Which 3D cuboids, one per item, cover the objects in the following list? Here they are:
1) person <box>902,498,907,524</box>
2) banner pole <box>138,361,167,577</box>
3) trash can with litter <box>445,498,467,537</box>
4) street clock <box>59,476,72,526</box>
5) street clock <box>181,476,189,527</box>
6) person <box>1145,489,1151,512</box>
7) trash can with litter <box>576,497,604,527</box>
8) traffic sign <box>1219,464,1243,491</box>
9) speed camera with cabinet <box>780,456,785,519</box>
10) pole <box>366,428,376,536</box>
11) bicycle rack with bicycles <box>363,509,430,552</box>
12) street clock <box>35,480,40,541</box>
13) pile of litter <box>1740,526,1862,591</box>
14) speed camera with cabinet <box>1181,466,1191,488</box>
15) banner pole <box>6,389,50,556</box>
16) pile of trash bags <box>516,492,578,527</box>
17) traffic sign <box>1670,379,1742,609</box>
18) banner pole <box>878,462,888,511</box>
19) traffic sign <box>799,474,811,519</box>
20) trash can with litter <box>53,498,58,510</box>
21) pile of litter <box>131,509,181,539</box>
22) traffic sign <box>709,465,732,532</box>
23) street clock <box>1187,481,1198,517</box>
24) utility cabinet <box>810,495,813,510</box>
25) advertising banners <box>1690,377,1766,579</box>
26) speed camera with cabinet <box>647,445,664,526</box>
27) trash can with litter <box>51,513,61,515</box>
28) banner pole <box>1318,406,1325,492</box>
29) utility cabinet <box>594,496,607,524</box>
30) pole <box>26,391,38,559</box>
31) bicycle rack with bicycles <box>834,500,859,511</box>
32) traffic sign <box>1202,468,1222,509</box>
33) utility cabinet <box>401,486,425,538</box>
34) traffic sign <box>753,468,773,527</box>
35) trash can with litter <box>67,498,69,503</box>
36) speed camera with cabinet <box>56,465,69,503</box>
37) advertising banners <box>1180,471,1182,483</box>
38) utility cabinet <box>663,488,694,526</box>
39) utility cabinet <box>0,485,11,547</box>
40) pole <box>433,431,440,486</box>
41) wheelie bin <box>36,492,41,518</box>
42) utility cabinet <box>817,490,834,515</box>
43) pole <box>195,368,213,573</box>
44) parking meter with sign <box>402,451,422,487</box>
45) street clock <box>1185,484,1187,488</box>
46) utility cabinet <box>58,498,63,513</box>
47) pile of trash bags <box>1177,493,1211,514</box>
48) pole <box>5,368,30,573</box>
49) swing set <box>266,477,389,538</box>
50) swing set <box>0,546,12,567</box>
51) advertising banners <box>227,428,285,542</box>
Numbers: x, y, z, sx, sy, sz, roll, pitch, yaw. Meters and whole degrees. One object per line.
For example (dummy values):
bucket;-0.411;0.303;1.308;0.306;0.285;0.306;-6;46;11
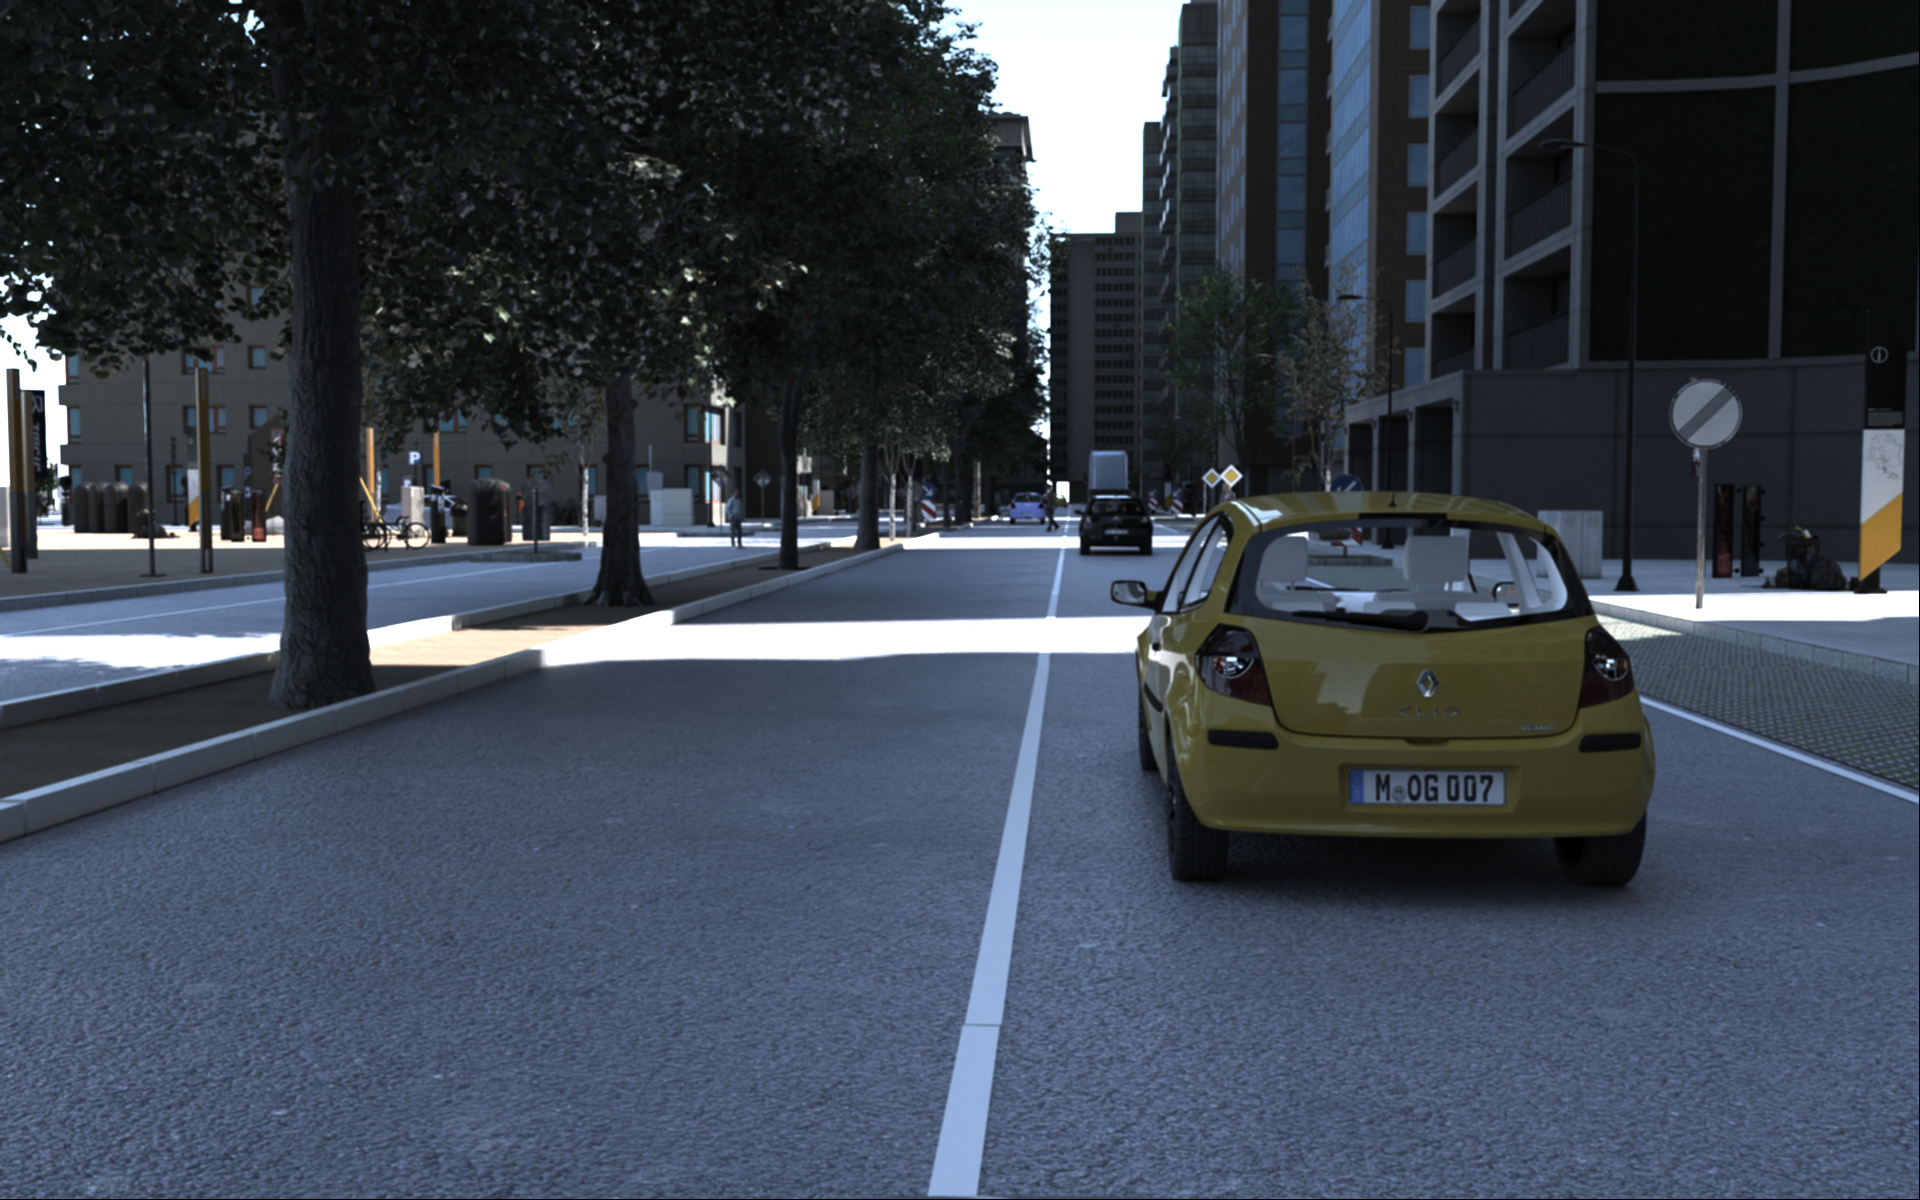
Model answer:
person;-2.472;-4.512;82.470;0.583;1.804;0.606;-1;4;-9
banner pole;-12.729;-2.271;27.153;0.401;3.779;0.863;-2;4;-29
trash can with litter;-15.362;-2.505;52.346;1.055;1.170;0.624;0;4;-4
street clock;-35.388;-3.914;68.569;0.358;2.002;0.471;1;4;11
street clock;-30.490;-3.903;68.377;0.358;2.002;0.471;0;4;6
person;14.623;-7.688;134.113;0.656;1.842;0.836;0;4;0
trash can with litter;-14.359;-3.419;67.284;1.055;1.170;0.624;1;4;9
traffic sign;9.059;-3.320;57.921;0.795;2.450;0.064;0;4;4
speed camera with cabinet;-8.867;-5.751;88.364;0.660;3.252;2.038;0;4;-5
pole;-18.148;-3.639;53.340;0.158;3.312;0.155;0;3;0
bicycle rack with bicycles;-13.804;-1.585;39.301;2.925;0.926;2.852;0;4;-2
street clock;-25.033;-2.577;46.696;0.471;2.002;0.358;0;4;-6
pile of litter;11.515;-0.584;23.506;1.176;0.858;1.719;-1;4;-22
speed camera with cabinet;16.063;-7.934;124.060;0.660;3.252;2.038;0;4;-3
banner pole;-19.579;-2.832;36.324;0.863;3.779;0.401;-2;4;-31
pile of trash bags;-16.745;-3.658;69.566;3.447;1.369;1.912;3;5;41
traffic sign;8.266;-1.173;19.287;0.768;2.556;0.104;0;4;6
banner pole;-6.018;-8.811;134.071;0.863;3.779;0.401;0;4;1
traffic sign;-7.976;-5.310;88.941;0.606;2.300;0.079;0;4;6
trash can with litter;-67.458;-7.199;129.083;1.055;1.170;0.624;-3;4;-37
pile of litter;-23.329;-2.210;50.095;1.719;0.858;1.176;2;4;30
traffic sign;-8.148;-3.389;59.054;0.795;2.450;0.064;0;4;4
street clock;13.277;-5.722;98.122;0.358;2.002;0.471;2;4;26
utility cabinet;-11.667;-7.906;140.420;1.020;1.237;0.306;1;4;10
advertising banners;11.699;-1.851;26.447;2.074;3.025;0.090;-2;4;-35
speed camera with cabinet;-12.212;-4.622;69.908;0.660;3.252;2.038;-1;4;-16
trash can with litter;-54.654;-5.789;105.704;2.233;1.210;1.678;0;4;-7
banner pole;10.268;-3.623;49.247;0.401;3.779;0.863;0;4;1
utility cabinet;-14.556;-3.684;71.396;1.020;1.237;0.306;0;4;-7
pole;-18.409;-2.472;34.254;0.158;3.312;0.155;0;3;0
bicycle rack with bicycles;-8.217;-7.248;131.882;2.852;0.926;2.925;3;4;38
traffic sign;9.576;-3.807;65.890;0.795;2.450;0.064;0;4;4
utility cabinet;-15.819;-2.535;50.132;0.318;1.500;1.173;0;4;0
traffic sign;-7.631;-3.876;67.022;0.795;2.450;0.064;0;4;4
trash can with litter;-48.811;-5.135;95.351;0.624;1.170;1.055;-1;4;-13
speed camera with cabinet;-45.939;-5.865;90.230;0.660;3.252;2.038;3;4;38
advertising banners;16.645;-8.144;129.350;0.090;3.025;2.074;1;4;21
utility cabinet;-11.091;-3.649;68.347;1.173;1.500;0.318;1;4;12
utility cabinet;-23.107;-2.016;41.636;1.173;1.500;0.318;2;4;32
pole;-16.786;-3.774;55.552;0.158;3.312;0.155;0;3;0
wheelie bin;-51.617;-5.422;96.551;0.980;1.594;0.693;0;4;-3
utility cabinet;-8.083;-5.778;103.157;1.173;1.500;0.318;2;4;28
pole;-12.277;-2.097;28.131;0.158;3.312;0.155;0;3;0
parking meter with sign;-22.194;-4.499;69.816;0.543;3.016;1.738;0;4;0
street clock;16.030;-7.168;121.773;0.358;2.002;0.471;3;5;44
utility cabinet;-62.371;-6.672;120.243;0.306;1.237;1.020;-3;5;-40
pile of trash bags;15.026;-6.282;112.470;1.912;1.369;3.447;-1;4;-22
pole;-15.299;-2.093;28.072;0.158;3.312;0.155;0;3;0
swing set;-18.329;-3.194;49.845;2.862;2.851;3.119;0;4;2
swing set;-17.458;-1.889;28.510;2.862;2.851;3.119;-1;4;-23
advertising banners;-18.699;-3.051;46.074;2.074;3.025;0.090;2;4;23
